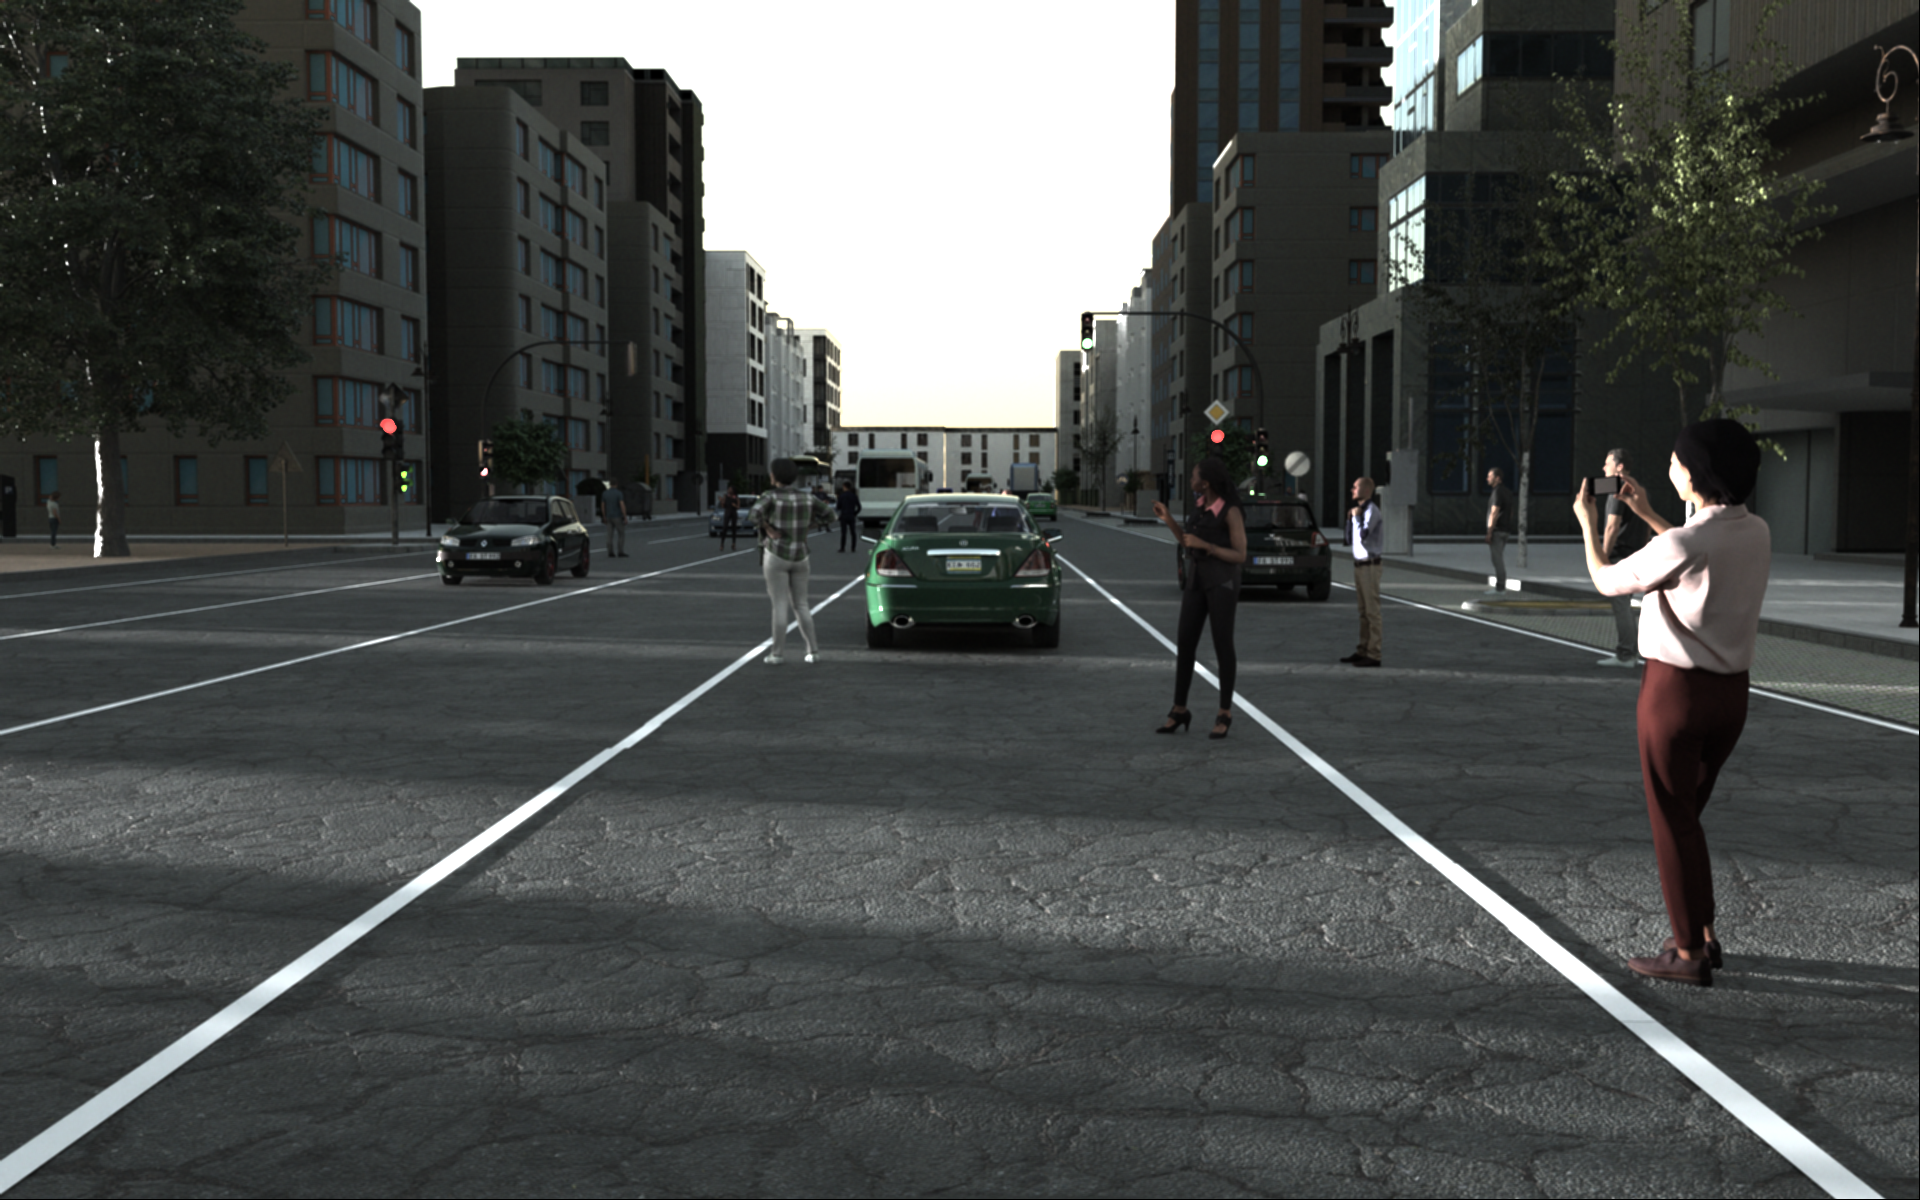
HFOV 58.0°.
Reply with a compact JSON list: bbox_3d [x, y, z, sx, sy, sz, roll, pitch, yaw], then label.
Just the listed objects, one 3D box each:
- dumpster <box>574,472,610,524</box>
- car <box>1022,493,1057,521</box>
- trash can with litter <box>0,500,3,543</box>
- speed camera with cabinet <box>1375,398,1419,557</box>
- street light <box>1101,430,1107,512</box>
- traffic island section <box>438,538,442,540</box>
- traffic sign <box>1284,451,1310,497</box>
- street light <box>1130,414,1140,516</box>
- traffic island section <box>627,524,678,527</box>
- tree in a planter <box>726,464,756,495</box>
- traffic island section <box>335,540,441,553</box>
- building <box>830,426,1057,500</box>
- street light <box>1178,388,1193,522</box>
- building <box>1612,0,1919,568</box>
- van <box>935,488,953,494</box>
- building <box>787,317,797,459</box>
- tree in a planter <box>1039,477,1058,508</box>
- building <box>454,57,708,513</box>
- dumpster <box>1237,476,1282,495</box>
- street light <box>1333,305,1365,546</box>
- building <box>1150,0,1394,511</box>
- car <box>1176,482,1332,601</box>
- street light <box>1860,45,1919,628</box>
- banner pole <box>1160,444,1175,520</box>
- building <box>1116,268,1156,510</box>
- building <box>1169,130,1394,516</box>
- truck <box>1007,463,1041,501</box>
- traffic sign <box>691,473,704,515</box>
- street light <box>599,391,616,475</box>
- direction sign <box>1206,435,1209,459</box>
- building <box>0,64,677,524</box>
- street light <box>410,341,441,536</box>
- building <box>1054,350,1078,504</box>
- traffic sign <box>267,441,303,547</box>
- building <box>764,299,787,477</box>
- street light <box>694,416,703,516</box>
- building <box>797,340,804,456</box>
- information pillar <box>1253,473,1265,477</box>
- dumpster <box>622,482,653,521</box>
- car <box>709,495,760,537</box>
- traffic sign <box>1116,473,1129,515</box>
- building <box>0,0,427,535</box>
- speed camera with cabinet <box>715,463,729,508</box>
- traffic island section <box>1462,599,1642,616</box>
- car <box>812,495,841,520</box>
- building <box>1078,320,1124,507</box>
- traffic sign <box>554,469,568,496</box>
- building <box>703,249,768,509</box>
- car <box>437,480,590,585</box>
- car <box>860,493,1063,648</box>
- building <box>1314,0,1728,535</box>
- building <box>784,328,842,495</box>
[{"bbox_3d":[-15.934,-4.480,75.749,1.502,2.255,1.985,0,4,1],"label":"dumpster"},{"bbox_3d":[4.265,-5.151,93.007,1.959,1.807,4.718,0,4,2],"label":"car"},{"bbox_3d":[-25.126,-2.021,44.424,1.055,1.170,0.624,0,4,8],"label":"trash can with litter"},{"bbox_3d":[9.145,-2.568,36.317,0.660,3.252,2.038,0,4,5],"label":"speed camera with cabinet"},{"bbox_3d":[10.506,-9.374,126.055,0.468,5.910,1.993,0,4,1],"label":"street light"},{"bbox_3d":[-14.161,-1.797,51.667,2.009,0.180,2.903,0,4,1],"label":"traffic island section"},{"bbox_3d":[9.936,-3.119,51.096,0.768,2.556,0.104,0,4,1],"label":"traffic sign"},{"bbox_3d":[10.182,-7.823,100.695,0.468,5.910,1.993,0,4,1],"label":"street light"},{"bbox_3d":[-13.529,-3.284,76.556,1.991,0.108,1.994,0,4,1],"label":"traffic island section"},{"bbox_3d":[-13.210,-6.515,103.737,1.991,3.239,1.994,0,4,1],"label":"tree in a planter"},{"bbox_3d":[-14.257,-1.309,43.683,2.009,0.180,2.903,0,4,1],"label":"traffic island section"},{"bbox_3d":[-1.896,-16.896,218.390,28.070,9.664,9.099,0,4,1],"label":"building"},{"bbox_3d":[9.791,-6.269,75.279,0.468,5.910,1.993,0,4,1],"label":"street light"},{"bbox_3d":[28.037,-26.661,25.144,28.713,52.752,27.495,0,4,1],"label":"building"},{"bbox_3d":[-1.637,-11.116,186.127,2.240,2.365,5.245,0,4,0],"label":"van"},{"bbox_3d":[-25.630,-19.670,178.031,16.016,20.091,11.380,0,4,1],"label":"building"},{"bbox_3d":[9.138,-11.205,180.431,1.991,3.239,1.994,0,4,1],"label":"tree in a planter"},{"bbox_3d":[-25.476,-21.203,118.376,14.160,30.474,14.107,0,4,1],"label":"building"},{"bbox_3d":[9.805,-3.105,56.517,1.264,1.857,1.865,0,4,1],"label":"dumpster"},{"bbox_3d":[9.527,-4.266,42.529,0.468,5.910,1.993,0,4,1],"label":"street light"},{"bbox_3d":[20.786,-28.656,118.637,14.600,45.320,14.200,0,4,1],"label":"building"},{"bbox_3d":[4.124,-0.911,24.674,2.009,1.686,4.222,0,4,1],"label":"car"},{"bbox_3d":[9.160,-2.676,16.533,0.468,5.910,1.993,0,4,1],"label":"street light"},{"bbox_3d":[10.427,-5.917,86.762,0.863,3.779,0.401,3,5,45],"label":"banner pole"},{"bbox_3d":[21.813,-17.999,150.708,16.016,20.091,11.380,0,4,1],"label":"building"},{"bbox_3d":[27.201,-15.428,97.282,27.650,21.520,28.899,0,4,1],"label":"building"},{"bbox_3d":[5.311,-9.443,144.157,2.967,4.110,18.799,0,4,2],"label":"truck"},{"bbox_3d":[-15.975,-6.437,105.346,0.768,2.556,0.104,1,4,10],"label":"traffic sign"},{"bbox_3d":[-15.793,-6.419,77.732,0.468,5.910,1.993,0,4,1],"label":"street light"},{"bbox_3d":[9.613,-4.529,66.046,0.379,3.537,0.876,-2,4,-24],"label":"direction sign"},{"bbox_3d":[-32.283,-15.422,97.186,27.650,21.520,28.899,0,4,1],"label":"building"},{"bbox_3d":[-16.114,-4.868,52.372,0.468,5.910,1.993,0,4,1],"label":"street light"},{"bbox_3d":[28.115,-21.679,220.916,31.486,18.905,16.747,0,4,1],"label":"building"},{"bbox_3d":[-16.415,-2.577,42.132,0.884,2.594,0.081,0,4,3],"label":"traffic sign"},{"bbox_3d":[-25.524,-18.956,166.343,16.016,20.091,11.380,0,4,1],"label":"building"},{"bbox_3d":[-15.550,-7.970,103.092,0.468,5.910,1.993,0,4,1],"label":"street light"},{"bbox_3d":[-23.346,-20.507,191.703,11.380,20.091,16.016,0,4,1],"label":"building"},{"bbox_3d":[10.249,-3.362,59.460,0.304,2.012,0.304,-1,4,-21],"label":"information pillar"},{"bbox_3d":[-15.772,-4.812,84.431,1.264,1.857,1.865,0,4,1],"label":"dumpster"},{"bbox_3d":[-7.513,-2.890,59.255,2.014,1.417,4.499,0,4,-1],"label":"car"},{"bbox_3d":[9.953,-6.484,106.124,0.768,2.556,0.104,0,4,5],"label":"traffic sign"},{"bbox_3d":[-32.987,-13.658,68.347,27.650,21.520,28.899,0,4,1],"label":"building"},{"bbox_3d":[-15.124,-7.086,110.199,0.660,3.252,2.038,0,4,3],"label":"speed camera with cabinet"},{"bbox_3d":[7.242,0.104,21.172,1.991,0.108,1.994,0,4,1],"label":"traffic island section"},{"bbox_3d":[-7.316,-4.975,93.345,2.014,1.417,4.499,0,4,2],"label":"car"},{"bbox_3d":[22.097,-19.420,183.969,16.747,18.905,31.486,0,4,1],"label":"building"},{"bbox_3d":[-15.933,-4.186,68.445,0.884,2.594,0.081,1,4,9],"label":"traffic sign"},{"bbox_3d":[-31.878,-18.312,143.369,27.936,21.610,32.646,0,4,1],"label":"building"},{"bbox_3d":[-7.311,-1.150,28.586,2.009,1.686,4.222,0,3,0],"label":"car"},{"bbox_3d":[0.019,-0.354,17.581,2.131,1.459,4.920,0,4,0],"label":"car"},{"bbox_3d":[29.299,-45.851,62.338,31.000,86.520,22.319,0,4,1],"label":"building"},{"bbox_3d":[-32.647,-23.475,227.789,32.646,21.610,27.936,0,4,1],"label":"building"}]
